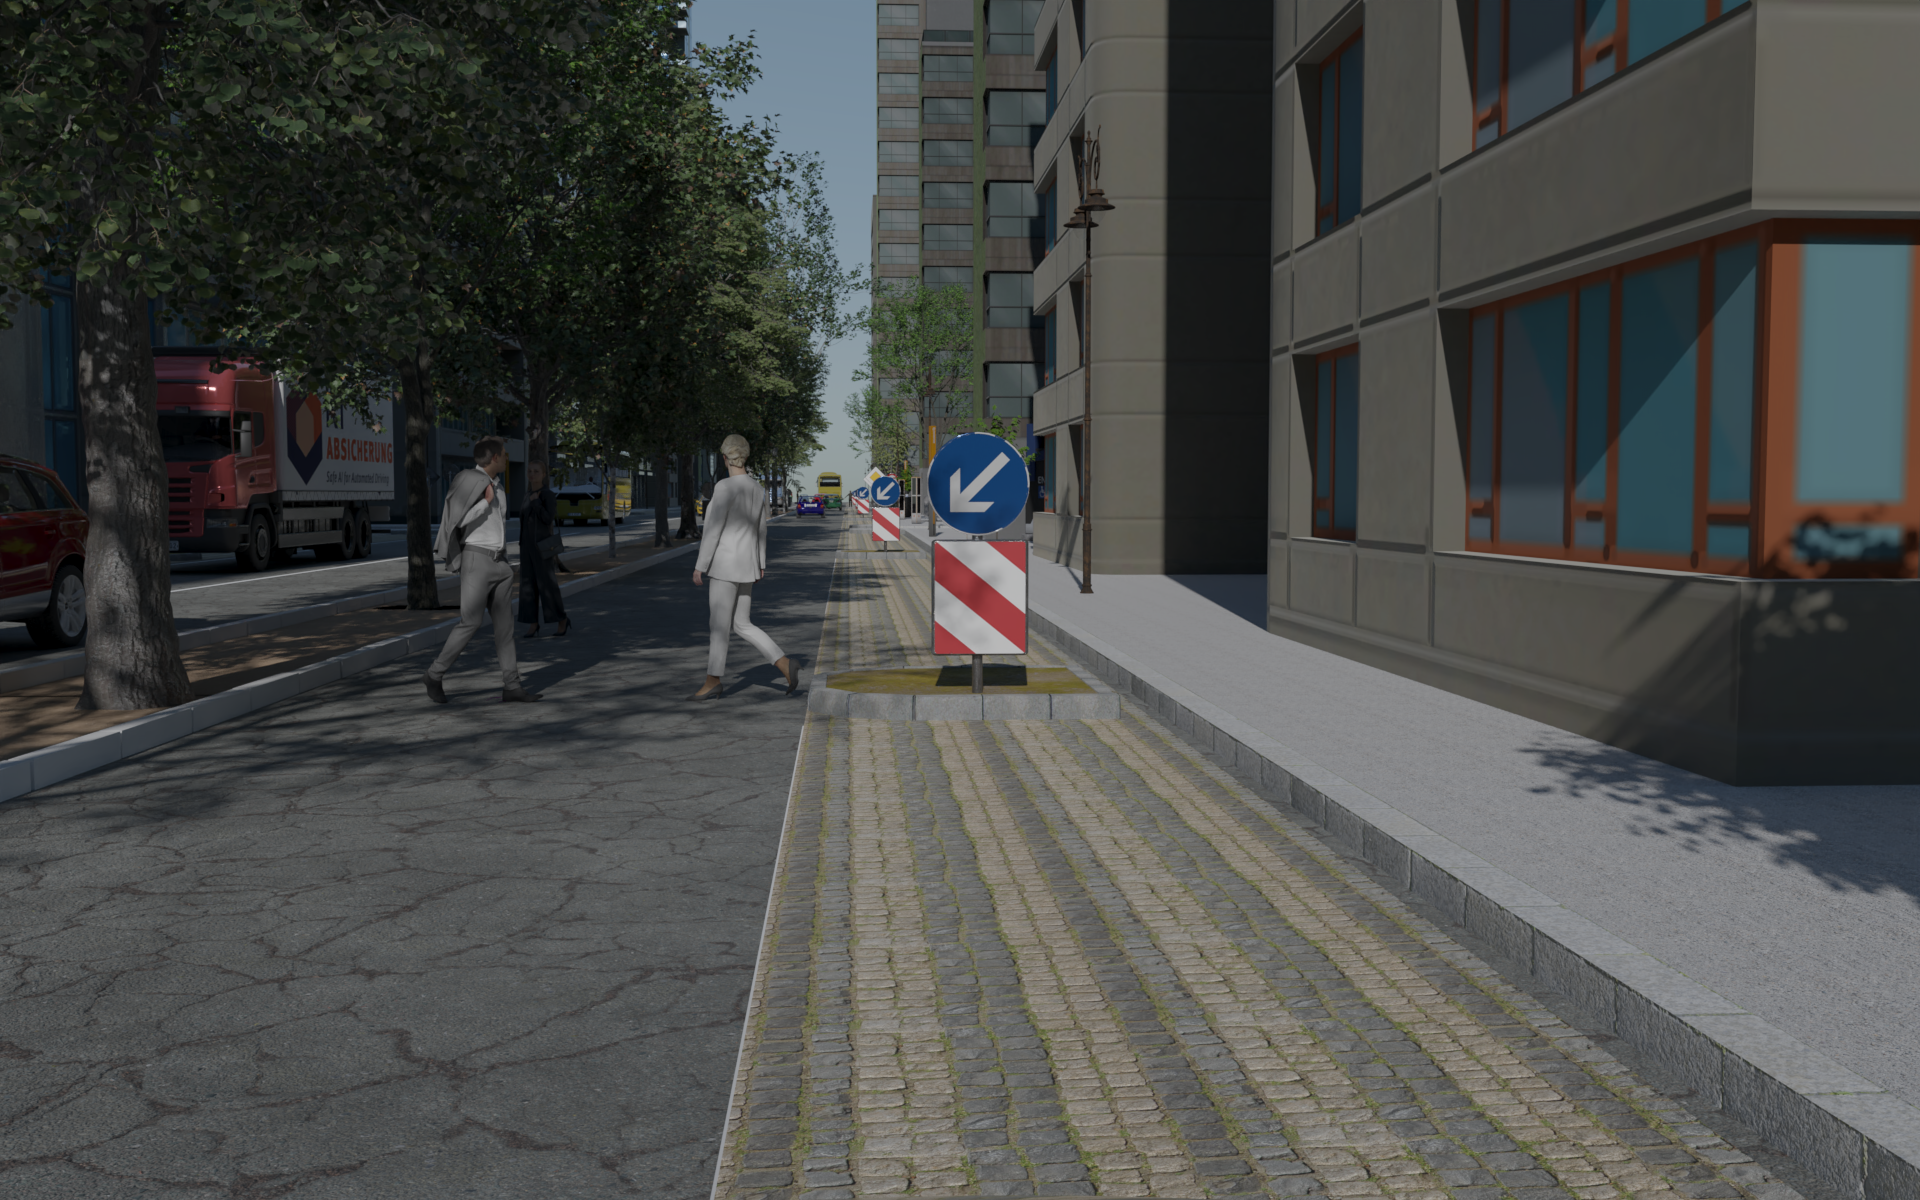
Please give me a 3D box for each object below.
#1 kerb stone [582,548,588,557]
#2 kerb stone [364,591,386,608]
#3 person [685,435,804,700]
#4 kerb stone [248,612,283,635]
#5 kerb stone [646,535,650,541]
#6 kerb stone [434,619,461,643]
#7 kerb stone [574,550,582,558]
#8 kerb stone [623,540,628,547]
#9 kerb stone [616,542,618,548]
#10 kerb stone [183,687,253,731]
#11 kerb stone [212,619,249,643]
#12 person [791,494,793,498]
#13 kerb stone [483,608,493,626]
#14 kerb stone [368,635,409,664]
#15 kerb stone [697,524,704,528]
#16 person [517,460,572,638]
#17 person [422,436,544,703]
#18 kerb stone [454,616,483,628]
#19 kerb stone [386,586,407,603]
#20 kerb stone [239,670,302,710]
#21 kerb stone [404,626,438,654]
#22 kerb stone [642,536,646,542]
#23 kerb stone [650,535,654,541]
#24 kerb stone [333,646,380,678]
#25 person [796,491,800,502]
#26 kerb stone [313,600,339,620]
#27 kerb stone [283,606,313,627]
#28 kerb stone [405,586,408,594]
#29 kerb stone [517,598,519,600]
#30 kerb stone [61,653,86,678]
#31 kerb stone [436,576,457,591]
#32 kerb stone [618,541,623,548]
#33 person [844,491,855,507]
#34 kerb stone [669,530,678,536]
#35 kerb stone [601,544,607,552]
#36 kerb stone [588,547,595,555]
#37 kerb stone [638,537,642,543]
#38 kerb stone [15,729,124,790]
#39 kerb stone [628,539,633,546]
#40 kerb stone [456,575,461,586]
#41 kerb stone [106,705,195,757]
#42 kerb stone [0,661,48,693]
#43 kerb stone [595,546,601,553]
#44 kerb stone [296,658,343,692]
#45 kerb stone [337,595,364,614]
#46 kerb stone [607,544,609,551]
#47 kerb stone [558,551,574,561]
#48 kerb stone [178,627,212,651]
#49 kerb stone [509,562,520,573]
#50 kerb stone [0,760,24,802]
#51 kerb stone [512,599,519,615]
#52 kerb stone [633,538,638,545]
[{"bbox_3d":[-8.659,-1.052,39.429,0.120,0.150,1.000,0,4,-4],"label":"kerb stone"},{"bbox_3d":[-7.529,0.014,22.041,0.120,0.150,1.000,0,4,-4],"label":"kerb stone"},{"bbox_3d":[-1.500,-0.222,12.004,0.818,1.842,0.514,0,4,5],"label":"person"},{"bbox_3d":[-7.268,0.259,17.958,0.120,0.150,1.000,0,4,-4],"label":"kerb stone"},{"bbox_3d":[-9.452,-1.804,51.690,0.120,0.150,1.000,0,4,-4],"label":"kerb stone"},{"bbox_3d":[-5.099,0.321,17.036,0.120,0.150,1.000,0,4,-4],"label":"kerb stone"},{"bbox_3d":[-8.587,-0.992,38.409,0.120,0.150,1.000,0,4,-4],"label":"kerb stone"},{"bbox_3d":[-9.126,-1.491,46.579,0.120,0.150,1.000,0,4,-4],"label":"kerb stone"},{"bbox_3d":[-8.987,-1.366,44.538,0.120,0.150,1.000,0,4,-4],"label":"kerb stone"},{"bbox_3d":[-4.705,0.693,10.914,0.120,0.150,1.000,0,4,-4],"label":"kerb stone"},{"bbox_3d":[-7.208,0.324,16.934,0.120,0.150,1.000,0,4,-4],"label":"kerb stone"},{"bbox_3d":[-28.934,-17.730,298.320,0.705,1.831,1.348,-1,4,-11],"label":"person"},{"bbox_3d":[-5.238,0.192,19.076,0.120,0.150,1.000,0,4,-4],"label":"kerb stone"},{"bbox_3d":[-4.981,0.442,14.995,0.120,0.150,1.000,0,4,-4],"label":"kerb stone"},{"bbox_3d":[-10.817,-3.089,72.737,0.120,0.150,1.000,0,4,-4],"label":"kerb stone"},{"bbox_3d":[-4.227,-0.520,17.421,0.576,1.772,0.534,1,4,19],"label":"person"},{"bbox_3d":[-3.295,-0.199,11.858,0.850,1.850,0.679,1,4,10],"label":"person"},{"bbox_3d":[-5.167,0.253,18.056,0.120,0.150,1.000,0,4,-4],"label":"kerb stone"},{"bbox_3d":[-7.591,-0.045,23.067,0.120,0.150,1.000,0,4,-4],"label":"kerb stone"},{"bbox_3d":[-4.773,0.628,11.935,0.120,0.150,1.000,0,4,-4],"label":"kerb stone"},{"bbox_3d":[-5.034,0.378,16.016,0.120,0.150,1.000,0,4,-4],"label":"kerb stone"},{"bbox_3d":[-9.384,-1.741,50.661,0.120,0.150,1.000,0,4,-4],"label":"kerb stone"},{"bbox_3d":[-9.517,-1.867,52.715,0.120,0.150,1.000,0,4,-4],"label":"kerb stone"},{"bbox_3d":[-4.900,0.507,13.976,0.120,0.150,1.000,0,4,-4],"label":"kerb stone"},{"bbox_3d":[-22.231,-14.029,237.500,0.705,1.869,1.348,0,4,7],"label":"person"},{"bbox_3d":[-7.407,0.138,19.998,0.120,0.150,1.000,0,4,-4],"label":"kerb stone"},{"bbox_3d":[-7.335,0.198,18.979,0.120,0.150,1.000,0,4,-4],"label":"kerb stone"},{"bbox_3d":[-7.665,-0.116,24.086,0.120,0.150,1.000,0,4,-4],"label":"kerb stone"},{"bbox_3d":[-5.369,0.066,21.118,0.120,0.150,1.000,0,4,-4],"label":"kerb stone"},{"bbox_3d":[-7.010,0.509,13.874,0.120,0.150,1.000,0,4,-4],"label":"kerb stone"},{"bbox_3d":[-7.796,-0.238,26.132,0.120,0.150,1.000,0,4,-4],"label":"kerb stone"},{"bbox_3d":[-9.059,-1.426,45.557,0.120,0.150,1.000,0,4,-4],"label":"kerb stone"},{"bbox_3d":[-11.768,-10.835,185.788,1.348,1.807,0.705,-1,4,-23],"label":"person"},{"bbox_3d":[-10.052,-2.367,60.888,0.120,0.150,1.000,0,4,-4],"label":"kerb stone"},{"bbox_3d":[-8.859,-1.239,42.494,0.120,0.150,1.000,0,4,-4],"label":"kerb stone"},{"bbox_3d":[-8.728,-1.111,40.454,0.120,0.150,1.000,0,4,-4],"label":"kerb stone"},{"bbox_3d":[-9.315,-1.679,49.641,0.120,0.150,1.000,0,4,-4],"label":"kerb stone"},{"bbox_3d":[-4.567,0.815,8.867,0.120,0.150,1.000,0,4,-4],"label":"kerb stone"},{"bbox_3d":[-9.180,-1.551,47.600,0.120,0.150,1.000,0,4,-4],"label":"kerb stone"},{"bbox_3d":[-7.864,-0.303,27.152,0.120,0.150,1.000,0,4,-4],"label":"kerb stone"},{"bbox_3d":[-4.636,0.753,9.887,0.120,0.150,1.000,0,4,-4],"label":"kerb stone"},{"bbox_3d":[-6.935,0.572,12.848,0.120,0.150,1.000,0,4,-4],"label":"kerb stone"},{"bbox_3d":[-8.795,-1.179,41.473,0.120,0.150,1.000,0,4,-4],"label":"kerb stone"},{"bbox_3d":[-4.842,0.575,12.956,0.120,0.150,1.000,0,4,-4],"label":"kerb stone"},{"bbox_3d":[-7.464,0.072,21.019,0.120,0.150,1.000,0,4,-4],"label":"kerb stone"},{"bbox_3d":[-8.925,-1.298,43.518,0.120,0.150,1.000,0,4,-4],"label":"kerb stone"},{"bbox_3d":[-8.524,-0.928,37.383,0.120,0.150,1.000,0,4,-4],"label":"kerb stone"},{"bbox_3d":[-7.139,0.384,15.914,0.120,0.150,1.000,0,4,-4],"label":"kerb stone"},{"bbox_3d":[-8.195,-0.616,32.263,0.120,0.150,1.000,0,4,-4],"label":"kerb stone"},{"bbox_3d":[-4.508,0.878,7.847,0.120,0.150,1.000,0,4,-4],"label":"kerb stone"},{"bbox_3d":[-5.299,0.128,20.098,0.120,0.150,1.000,0,4,-4],"label":"kerb stone"},{"bbox_3d":[-9.246,-1.614,48.621,0.120,0.150,1.000,0,4,-4],"label":"kerb stone"}]
